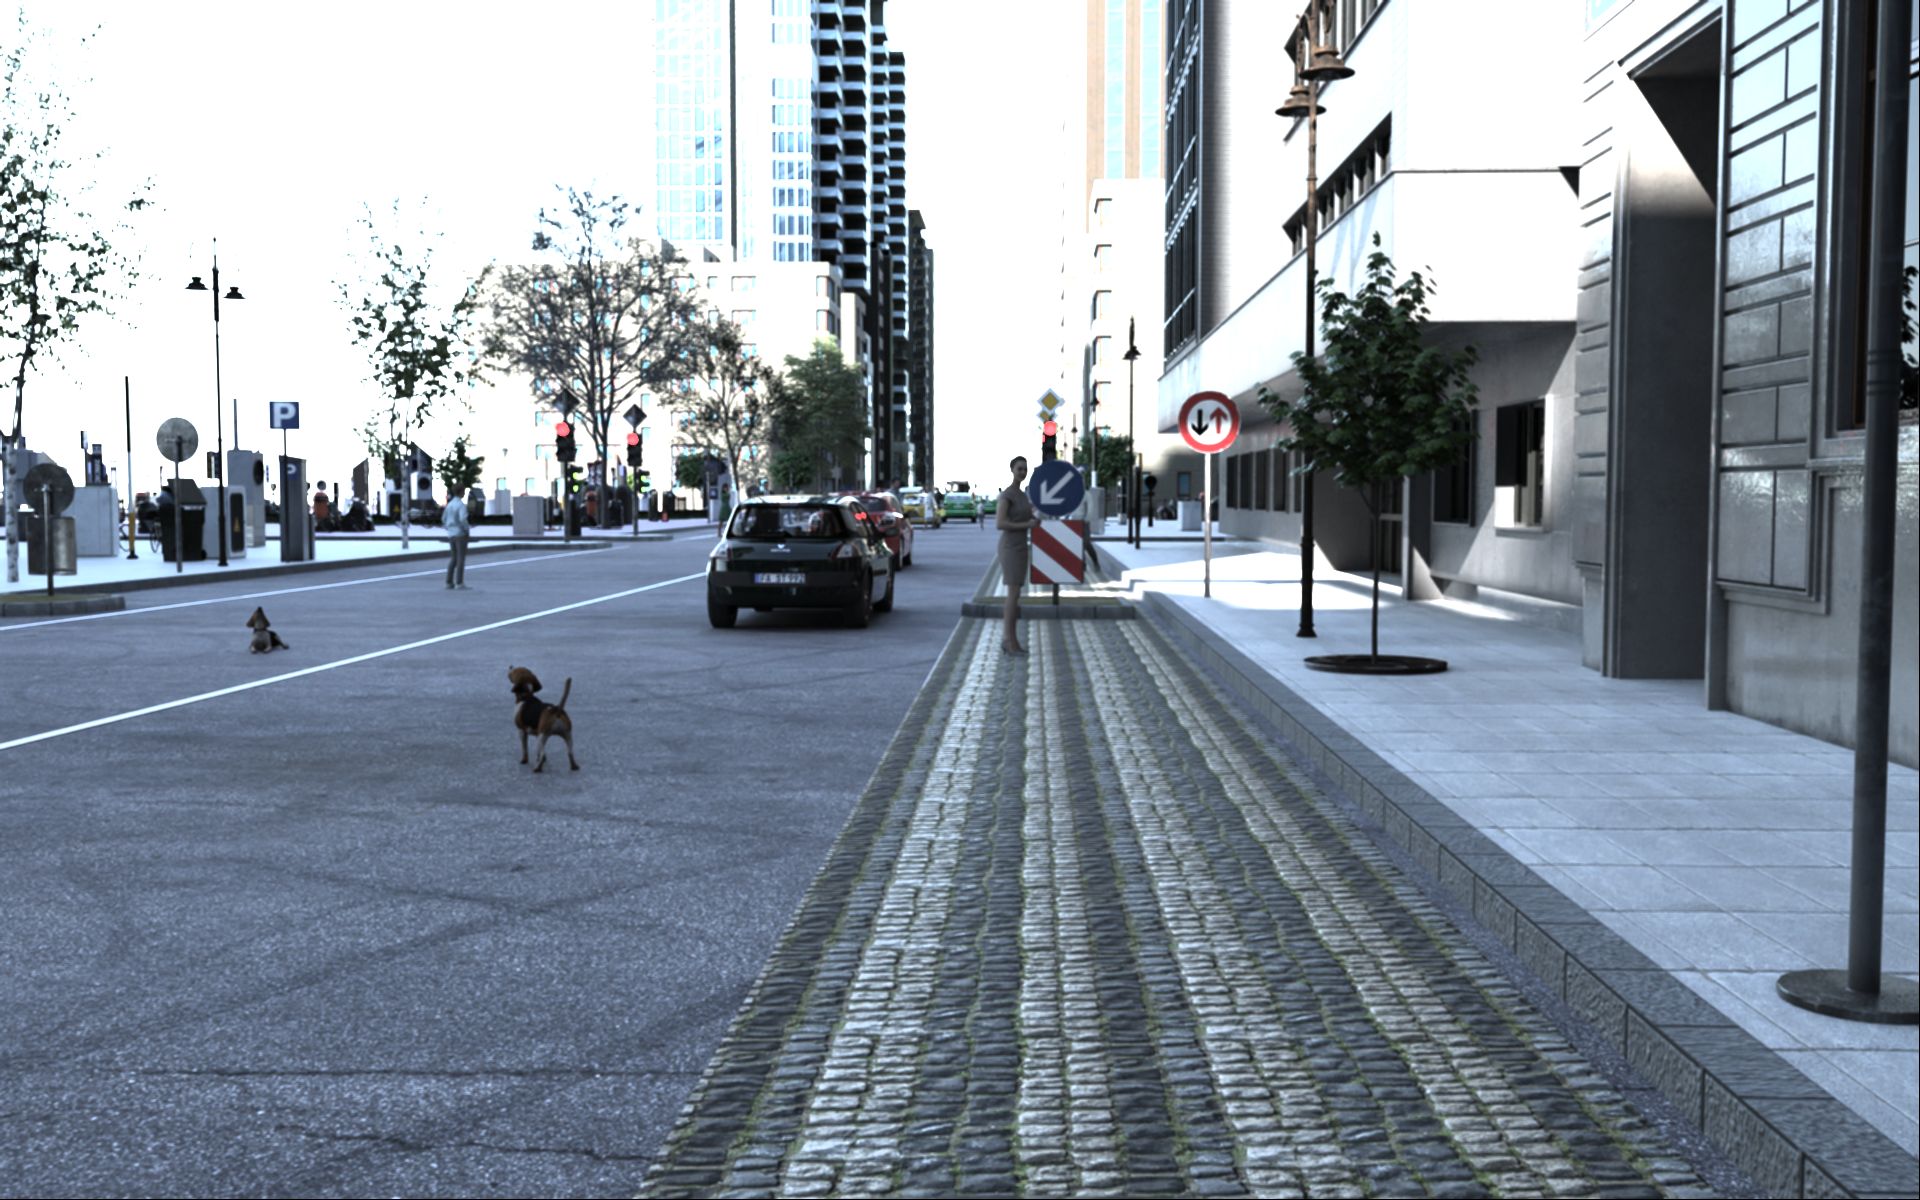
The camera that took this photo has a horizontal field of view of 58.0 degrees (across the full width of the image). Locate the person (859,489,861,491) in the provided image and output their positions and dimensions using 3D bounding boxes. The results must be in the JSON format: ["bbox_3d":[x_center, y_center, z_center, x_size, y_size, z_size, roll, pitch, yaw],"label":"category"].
[{"bbox_3d":[-6.924,-6.790,119.852,0.374,1.781,0.599,2,4,29],"label":"person"}]

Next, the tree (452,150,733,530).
[{"bbox_3d":[-13.020,-9.315,62.669,12.009,13.543,11.850,0,3,0],"label":"tree"}]

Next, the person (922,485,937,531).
[{"bbox_3d":[-1.182,-3.593,67.599,0.624,1.780,0.694,0,3,0],"label":"person"}]

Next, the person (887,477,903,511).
[{"bbox_3d":[-1.567,-1.927,40.021,0.620,1.820,0.660,2,4,27],"label":"person"}]

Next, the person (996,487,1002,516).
[{"bbox_3d":[1.809,-4.023,74.840,0.480,1.755,0.524,2,4,34],"label":"person"}]

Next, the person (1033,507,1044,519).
[{"bbox_3d":[2.958,-3.247,62.345,0.760,1.731,0.466,1,4,20],"label":"person"}]

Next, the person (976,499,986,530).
[{"bbox_3d":[0.844,-3.402,68.800,0.352,1.250,0.332,-1,4,-18],"label":"person"}]

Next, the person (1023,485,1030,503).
[{"bbox_3d":[2.539,-3.576,67.233,0.793,1.790,0.793,0,4,5],"label":"person"}]

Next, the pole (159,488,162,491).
[{"bbox_3d":[-60.237,-8.359,130.509,0.158,3.312,0.155,0,3,0],"label":"pole"}]

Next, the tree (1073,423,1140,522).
[{"bbox_3d":[6.713,-5.911,80.361,4.285,4.588,4.351,0,3,0],"label":"tree"}]

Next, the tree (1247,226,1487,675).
[{"bbox_3d":[2.926,-1.105,12.670,1.663,3.219,1.824,0,3,0],"label":"tree"}]

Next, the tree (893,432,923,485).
[{"bbox_3d":[-6.655,-15.642,206.100,4.360,8.622,3.978,0,3,0],"label":"tree"}]

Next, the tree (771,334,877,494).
[{"bbox_3d":[-9.774,-12.505,122.585,7.486,12.596,7.792,0,3,0],"label":"tree"}]

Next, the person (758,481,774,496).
[{"bbox_3d":[-6.045,-2.827,54.495,0.659,1.850,0.755,-1,4,-16],"label":"person"}]

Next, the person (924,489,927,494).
[{"bbox_3d":[-2.351,-6.863,120.810,0.767,1.812,0.694,-1,4,-22],"label":"person"}]

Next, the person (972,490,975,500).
[{"bbox_3d":[1.291,-9.405,162.279,0.705,1.823,1.348,-1,4,-13],"label":"person"}]

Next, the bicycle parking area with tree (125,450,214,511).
[{"bbox_3d":[-50.605,-7.847,115.304,9.016,4.147,8.231,-2,4,-30],"label":"bicycle parking area with tree"}]

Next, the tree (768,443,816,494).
[{"bbox_3d":[-10.799,-7.837,111.840,4.285,4.588,4.351,0,3,0],"label":"tree"}]

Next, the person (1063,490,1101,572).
[{"bbox_3d":[2.186,-1.405,31.961,0.515,1.767,0.782,-3,5,-43],"label":"person"}]

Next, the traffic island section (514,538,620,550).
[{"bbox_3d":[-10.414,-1.440,45.821,2.009,0.180,2.903,0,4,2],"label":"traffic island section"}]

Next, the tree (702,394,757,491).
[{"bbox_3d":[-16.910,-10.794,126.847,4.360,8.622,3.978,0,3,0],"label":"tree"}]

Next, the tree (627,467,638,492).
[{"bbox_3d":[-23.363,-7.894,123.673,1.663,3.219,1.824,0,3,0],"label":"tree"}]

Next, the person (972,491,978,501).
[{"bbox_3d":[1.387,-8.791,152.955,0.721,1.735,1.217,-3,5,-43],"label":"person"}]

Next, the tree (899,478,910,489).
[{"bbox_3d":[-6.524,-12.630,201.094,1.663,3.219,1.824,0,3,0],"label":"tree"}]

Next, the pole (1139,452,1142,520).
[{"bbox_3d":[8.856,-5.574,84.970,0.158,3.312,0.155,0,3,0],"label":"pole"}]

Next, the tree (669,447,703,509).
[{"bbox_3d":[-18.115,-8.195,117.704,4.285,4.588,4.351,0,3,0],"label":"tree"}]

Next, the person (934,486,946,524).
[{"bbox_3d":[-1.233,-4.479,81.947,0.699,1.804,1.509,-2,4,-25],"label":"person"}]

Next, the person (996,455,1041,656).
[{"bbox_3d":[0.521,-0.406,15.485,0.374,1.781,0.599,2,4,25],"label":"person"}]

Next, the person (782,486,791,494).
[{"bbox_3d":[-8.183,-4.463,81.388,0.836,1.842,0.656,0,4,1],"label":"person"}]

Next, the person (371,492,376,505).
[{"bbox_3d":[-71.780,-12.408,212.302,0.756,1.711,0.436,-1,4,-16],"label":"person"}]

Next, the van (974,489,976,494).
[{"bbox_3d":[1.074,-13.382,223.181,2.240,2.365,5.245,0,4,3],"label":"van"}]

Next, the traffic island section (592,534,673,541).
[{"bbox_3d":[-10.091,-1.928,53.800,2.009,0.180,2.903,0,4,2],"label":"traffic island section"}]

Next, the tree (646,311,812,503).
[{"bbox_3d":[-11.350,-9.366,87.549,8.767,10.594,7.601,-3,4,-38],"label":"tree"}]

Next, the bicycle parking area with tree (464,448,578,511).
[{"bbox_3d":[-26.299,-7.399,107.978,8.231,4.147,9.016,2,4,35],"label":"bicycle parking area with tree"}]

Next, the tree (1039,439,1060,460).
[{"bbox_3d":[12.114,-16.032,212.486,4.737,8.622,4.395,0,3,0],"label":"tree"}]

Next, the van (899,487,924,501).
[{"bbox_3d":[-2.920,-5.747,100.969,2.013,2.044,4.112,0,4,3],"label":"van"}]

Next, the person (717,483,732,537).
[{"bbox_3d":[-7.843,-3.005,57.873,0.529,1.795,0.600,0,4,5],"label":"person"}]

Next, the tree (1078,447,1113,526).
[{"bbox_3d":[5.646,-4.658,70.759,1.663,3.219,1.824,0,3,0],"label":"tree"}]

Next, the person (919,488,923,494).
[{"bbox_3d":[-2.091,-5.090,92.469,0.760,1.731,0.466,-1,4,-17],"label":"person"}]

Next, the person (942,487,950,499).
[{"bbox_3d":[-0.864,-6.123,108.381,0.659,1.850,0.755,1,4,19],"label":"person"}]

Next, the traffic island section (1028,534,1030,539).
[{"bbox_3d":[2.690,-1.896,53.279,2.009,0.180,2.903,0,4,2],"label":"traffic island section"}]

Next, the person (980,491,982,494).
[{"bbox_3d":[1.938,-9.539,165.175,0.721,1.736,1.217,-1,4,-21],"label":"person"}]

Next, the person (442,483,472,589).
[{"bbox_3d":[-7.552,-0.966,26.097,0.330,1.601,0.589,-3,5,-41],"label":"person"}]

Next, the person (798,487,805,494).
[{"bbox_3d":[-8.420,-5.101,92.029,0.709,1.813,0.853,3,5,44],"label":"person"}]

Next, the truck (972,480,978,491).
[{"bbox_3d":[0.855,-15.017,241.459,3.469,3.379,9.791,0,4,2],"label":"truck"}]

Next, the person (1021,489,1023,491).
[{"bbox_3d":[4.497,-7.294,127.734,0.794,1.824,0.713,-1,4,-23],"label":"person"}]

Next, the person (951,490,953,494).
[{"bbox_3d":[-0.744,-8.039,140.469,0.617,1.759,0.750,-2,4,-35],"label":"person"}]

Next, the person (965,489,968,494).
[{"bbox_3d":[0.467,-6.434,113.977,0.520,1.790,0.573,2,4,32],"label":"person"}]

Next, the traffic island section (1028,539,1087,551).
[{"bbox_3d":[2.366,-1.408,45.300,2.009,0.180,2.903,0,4,2],"label":"traffic island section"}]

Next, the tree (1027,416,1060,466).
[{"bbox_3d":[12.309,-17.978,219.702,9.928,11.665,9.643,0,3,0],"label":"tree"}]

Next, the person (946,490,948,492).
[{"bbox_3d":[-1.135,-7.101,125.268,0.598,1.740,0.731,0,3,0],"label":"person"}]
